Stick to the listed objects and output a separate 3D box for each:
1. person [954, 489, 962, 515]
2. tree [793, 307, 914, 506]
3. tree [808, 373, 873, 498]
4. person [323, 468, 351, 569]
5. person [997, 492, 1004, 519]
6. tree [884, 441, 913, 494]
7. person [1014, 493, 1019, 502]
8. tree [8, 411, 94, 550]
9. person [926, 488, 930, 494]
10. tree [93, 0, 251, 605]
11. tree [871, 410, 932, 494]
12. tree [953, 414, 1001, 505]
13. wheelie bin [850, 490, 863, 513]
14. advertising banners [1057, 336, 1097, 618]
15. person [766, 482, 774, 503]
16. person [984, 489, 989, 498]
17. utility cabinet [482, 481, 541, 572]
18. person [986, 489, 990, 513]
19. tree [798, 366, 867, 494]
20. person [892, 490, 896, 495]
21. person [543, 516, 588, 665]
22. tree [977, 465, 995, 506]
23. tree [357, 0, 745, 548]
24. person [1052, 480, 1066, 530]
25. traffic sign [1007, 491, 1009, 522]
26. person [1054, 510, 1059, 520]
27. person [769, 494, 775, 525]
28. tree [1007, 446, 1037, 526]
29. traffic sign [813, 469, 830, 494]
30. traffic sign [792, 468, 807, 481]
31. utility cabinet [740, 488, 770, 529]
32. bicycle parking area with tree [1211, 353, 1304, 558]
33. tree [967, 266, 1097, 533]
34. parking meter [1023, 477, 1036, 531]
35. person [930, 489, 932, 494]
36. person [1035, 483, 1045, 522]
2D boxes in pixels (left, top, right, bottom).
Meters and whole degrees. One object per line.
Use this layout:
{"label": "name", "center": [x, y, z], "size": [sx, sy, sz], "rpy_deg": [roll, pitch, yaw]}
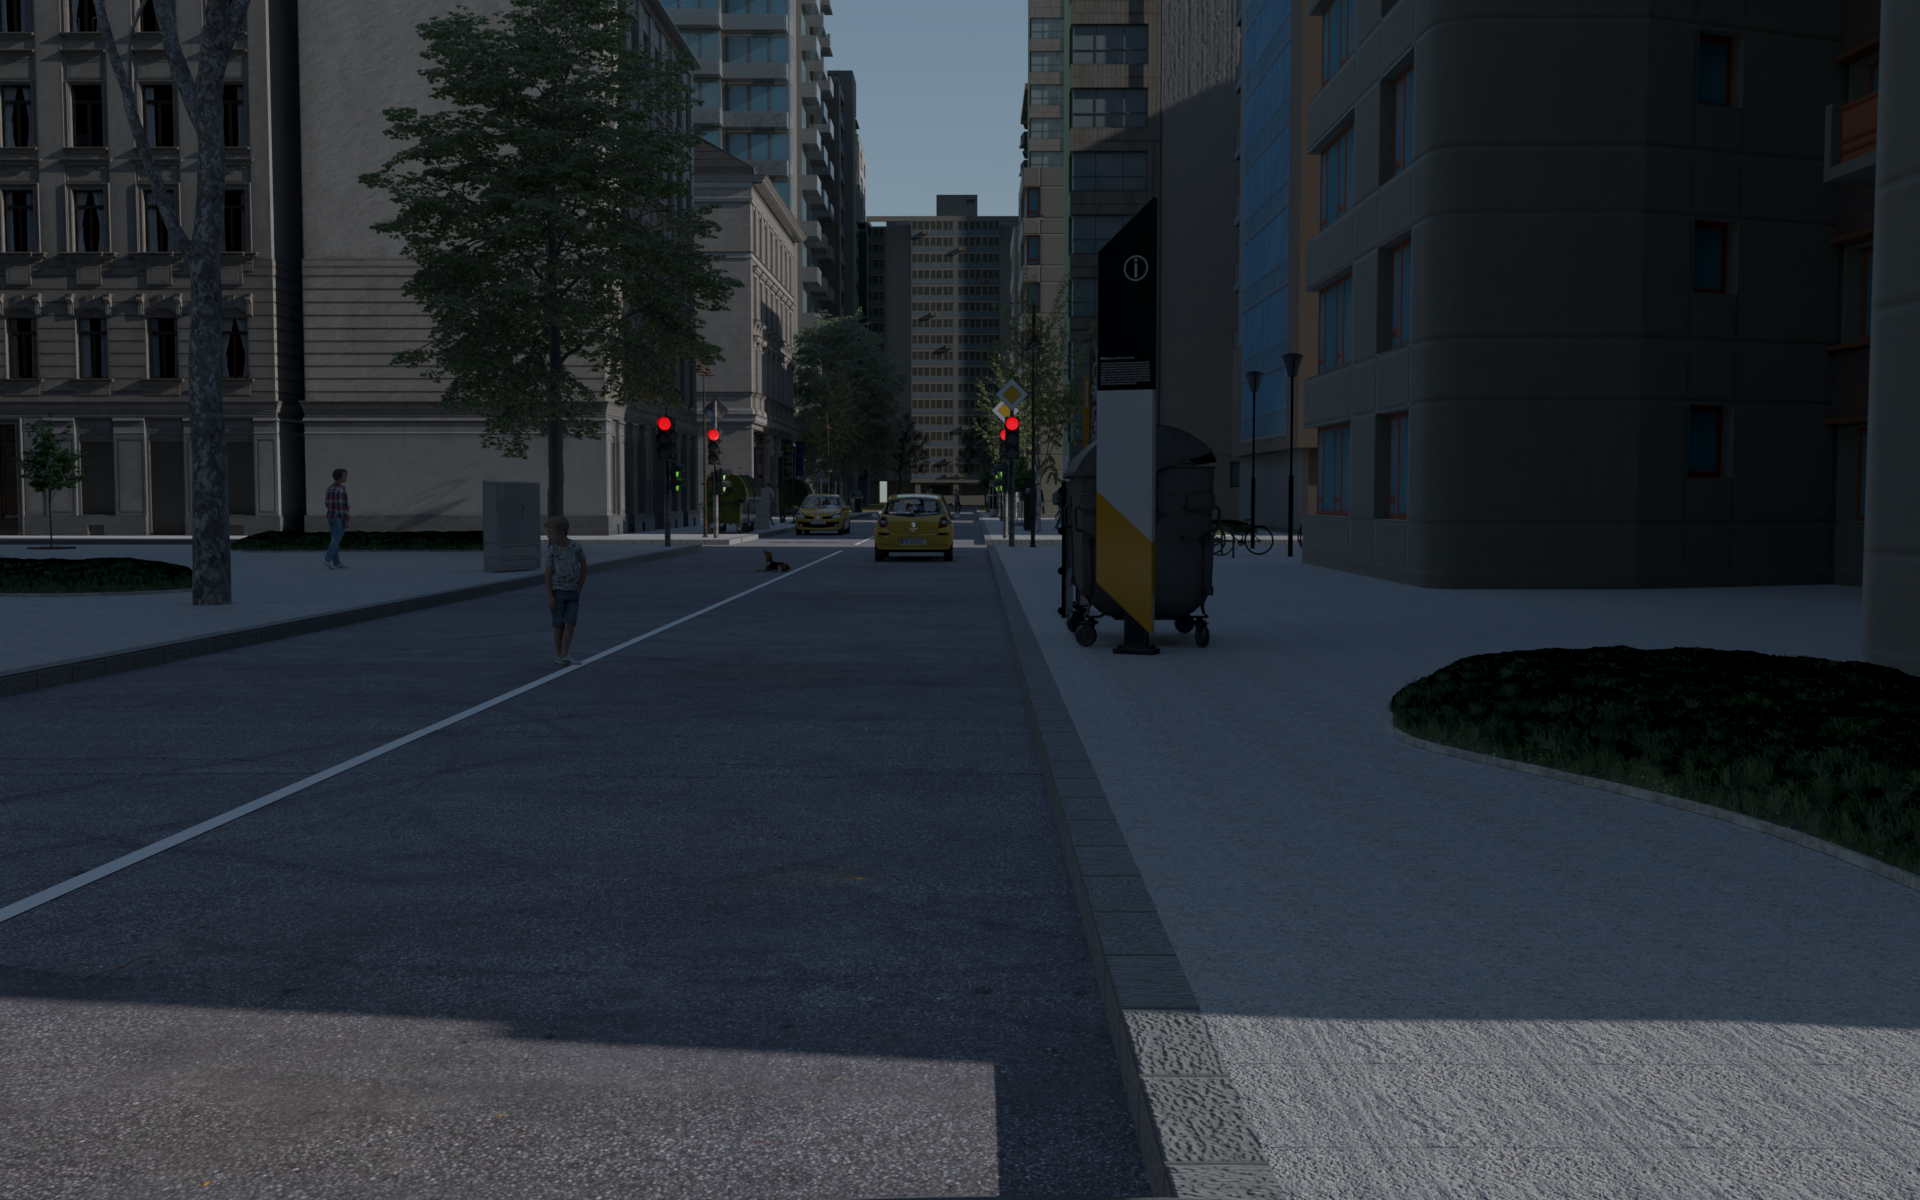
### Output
{"label": "person", "center": [-0.155, -6.751, 119.055], "size": [0.592, 1.802, 0.473], "rpy_deg": [-2, 4, -35]}
{"label": "tree", "center": [-8.022, -12.870, 117.072], "size": [9.857, 13.997, 8.962], "rpy_deg": [0, 3, 0]}
{"label": "tree", "center": [-7.279, -9.522, 106.050], "size": [4.360, 8.622, 3.978], "rpy_deg": [0, 3, 0]}
{"label": "person", "center": [-10.726, -1.399, 29.753], "size": [0.563, 1.720, 0.643], "rpy_deg": [3, 5, 44]}
{"label": "person", "center": [2.214, -5.067, 89.067], "size": [0.466, 1.800, 0.511], "rpy_deg": [3, 5, 44]}
{"label": "tree", "center": [-6.783, -15.401, 202.175], "size": [4.737, 8.622, 4.395], "rpy_deg": [0, 3, 0]}
{"label": "person", "center": [2.889, -5.185, 90.913], "size": [0.391, 1.810, 0.635], "rpy_deg": [-1, 4, -17]}
{"label": "tree", "center": [-21.182, -2.796, 40.315], "size": [1.663, 3.219, 1.824], "rpy_deg": [0, 3, 0]}
{"label": "person", "center": [-2.011, -6.183, 109.865], "size": [0.793, 1.790, 0.793], "rpy_deg": [-1, 4, -11]}
{"label": "tree", "center": [-9.170, -10.096, 20.956], "size": [12.611, 20.169, 13.585], "rpy_deg": [0, 3, 0]}
{"label": "tree", "center": [-6.499, -15.706, 191.211], "size": [7.601, 10.594, 8.767], "rpy_deg": [0, 4, 8]}
{"label": "tree", "center": [2.659, -16.294, 200.821], "size": [7.601, 10.594, 8.767], "rpy_deg": [0, 4, 1]}
{"label": "wheelie bin", "center": [-7.232, -6.866, 120.168], "size": [0.980, 1.594, 0.693], "rpy_deg": [-3, 4, -36]}
{"label": "advertising banners", "center": [1.312, -1.380, 18.750], "size": [0.090, 3.025, 2.074], "rpy_deg": [1, 4, 15]}
{"label": "person", "center": [-9.233, -4.712, 82.925], "size": [0.661, 1.843, 0.795], "rpy_deg": [1, 4, 9]}
{"label": "person", "center": [2.684, -9.948, 169.208], "size": [0.721, 1.766, 1.217], "rpy_deg": [2, 4, 29]}
{"label": "utility cabinet", "center": [-7.416, -1.227, 28.736], "size": [0.318, 1.500, 1.173], "rpy_deg": [1, 4, 21]}
{"label": "person", "center": [1.990, -6.566, 115.200], "size": [0.589, 1.601, 0.330], "rpy_deg": [2, 4, 35]}
{"label": "tree", "center": [-7.270, -9.164, 100.187], "size": [4.737, 8.622, 4.395], "rpy_deg": [0, 3, 0]}
{"label": "person", "center": [-7.292, -11.137, 188.860], "size": [0.721, 1.736, 1.217], "rpy_deg": [1, 4, 21]}
{"label": "person", "center": [-3.306, -0.083, 14.538], "size": [0.332, 1.250, 0.352], "rpy_deg": [1, 4, 19]}
{"label": "tree", "center": [3.495, -12.792, 192.860], "size": [4.285, 4.588, 4.351], "rpy_deg": [0, 3, 0]}
{"label": "tree", "center": [-8.401, -7.214, 36.079], "size": [7.486, 12.596, 7.792], "rpy_deg": [0, 3, 0]}
{"label": "person", "center": [3.619, -3.362, 61.354], "size": [0.721, 1.781, 0.623], "rpy_deg": [0, 4, 6]}
{"label": "traffic sign", "center": [2.118, -4.689, 76.665], "size": [0.884, 2.594, 0.081], "rpy_deg": [0, 4, 4]}
{"label": "person", "center": [5.088, -4.904, 86.062], "size": [0.795, 1.843, 0.661], "rpy_deg": [-3, 4, -37]}
{"label": "person", "center": [-7.946, -3.750, 71.621], "size": [0.475, 1.303, 0.640], "rpy_deg": [3, 5, 44]}
{"label": "tree", "center": [2.558, -4.927, 75.156], "size": [1.663, 3.219, 1.824], "rpy_deg": [0, 3, 0]}
{"label": "traffic sign", "center": [-7.261, -5.540, 90.583], "size": [0.884, 2.594, 0.081], "rpy_deg": [0, 4, 6]}
{"label": "traffic sign", "center": [-7.512, -4.937, 80.825], "size": [0.768, 2.556, 0.104], "rpy_deg": [0, 4, 8]}
{"label": "utility cabinet", "center": [-7.485, -3.300, 62.636], "size": [1.173, 1.500, 0.318], "rpy_deg": [0, 4, -4]}
{"label": "bicycle parking area with tree", "center": [6.979, -3.116, 37.950], "size": [9.016, 4.147, 8.231], "rpy_deg": [1, 4, 14]}
{"label": "tree", "center": [2.839, -6.515, 56.887], "size": [4.737, 8.622, 4.395], "rpy_deg": [0, 3, 0]}
{"label": "parking meter", "center": [2.425, -3.359, 60.635], "size": [0.399, 1.863, 0.255], "rpy_deg": [2, 4, 31]}
{"label": "person", "center": [-1.521, -5.672, 101.906], "size": [0.598, 1.740, 0.731], "rpy_deg": [2, 4, 29]}
{"label": "person", "center": [3.604, -4.484, 79.345], "size": [0.794, 1.824, 0.713], "rpy_deg": [0, 4, 0]}
